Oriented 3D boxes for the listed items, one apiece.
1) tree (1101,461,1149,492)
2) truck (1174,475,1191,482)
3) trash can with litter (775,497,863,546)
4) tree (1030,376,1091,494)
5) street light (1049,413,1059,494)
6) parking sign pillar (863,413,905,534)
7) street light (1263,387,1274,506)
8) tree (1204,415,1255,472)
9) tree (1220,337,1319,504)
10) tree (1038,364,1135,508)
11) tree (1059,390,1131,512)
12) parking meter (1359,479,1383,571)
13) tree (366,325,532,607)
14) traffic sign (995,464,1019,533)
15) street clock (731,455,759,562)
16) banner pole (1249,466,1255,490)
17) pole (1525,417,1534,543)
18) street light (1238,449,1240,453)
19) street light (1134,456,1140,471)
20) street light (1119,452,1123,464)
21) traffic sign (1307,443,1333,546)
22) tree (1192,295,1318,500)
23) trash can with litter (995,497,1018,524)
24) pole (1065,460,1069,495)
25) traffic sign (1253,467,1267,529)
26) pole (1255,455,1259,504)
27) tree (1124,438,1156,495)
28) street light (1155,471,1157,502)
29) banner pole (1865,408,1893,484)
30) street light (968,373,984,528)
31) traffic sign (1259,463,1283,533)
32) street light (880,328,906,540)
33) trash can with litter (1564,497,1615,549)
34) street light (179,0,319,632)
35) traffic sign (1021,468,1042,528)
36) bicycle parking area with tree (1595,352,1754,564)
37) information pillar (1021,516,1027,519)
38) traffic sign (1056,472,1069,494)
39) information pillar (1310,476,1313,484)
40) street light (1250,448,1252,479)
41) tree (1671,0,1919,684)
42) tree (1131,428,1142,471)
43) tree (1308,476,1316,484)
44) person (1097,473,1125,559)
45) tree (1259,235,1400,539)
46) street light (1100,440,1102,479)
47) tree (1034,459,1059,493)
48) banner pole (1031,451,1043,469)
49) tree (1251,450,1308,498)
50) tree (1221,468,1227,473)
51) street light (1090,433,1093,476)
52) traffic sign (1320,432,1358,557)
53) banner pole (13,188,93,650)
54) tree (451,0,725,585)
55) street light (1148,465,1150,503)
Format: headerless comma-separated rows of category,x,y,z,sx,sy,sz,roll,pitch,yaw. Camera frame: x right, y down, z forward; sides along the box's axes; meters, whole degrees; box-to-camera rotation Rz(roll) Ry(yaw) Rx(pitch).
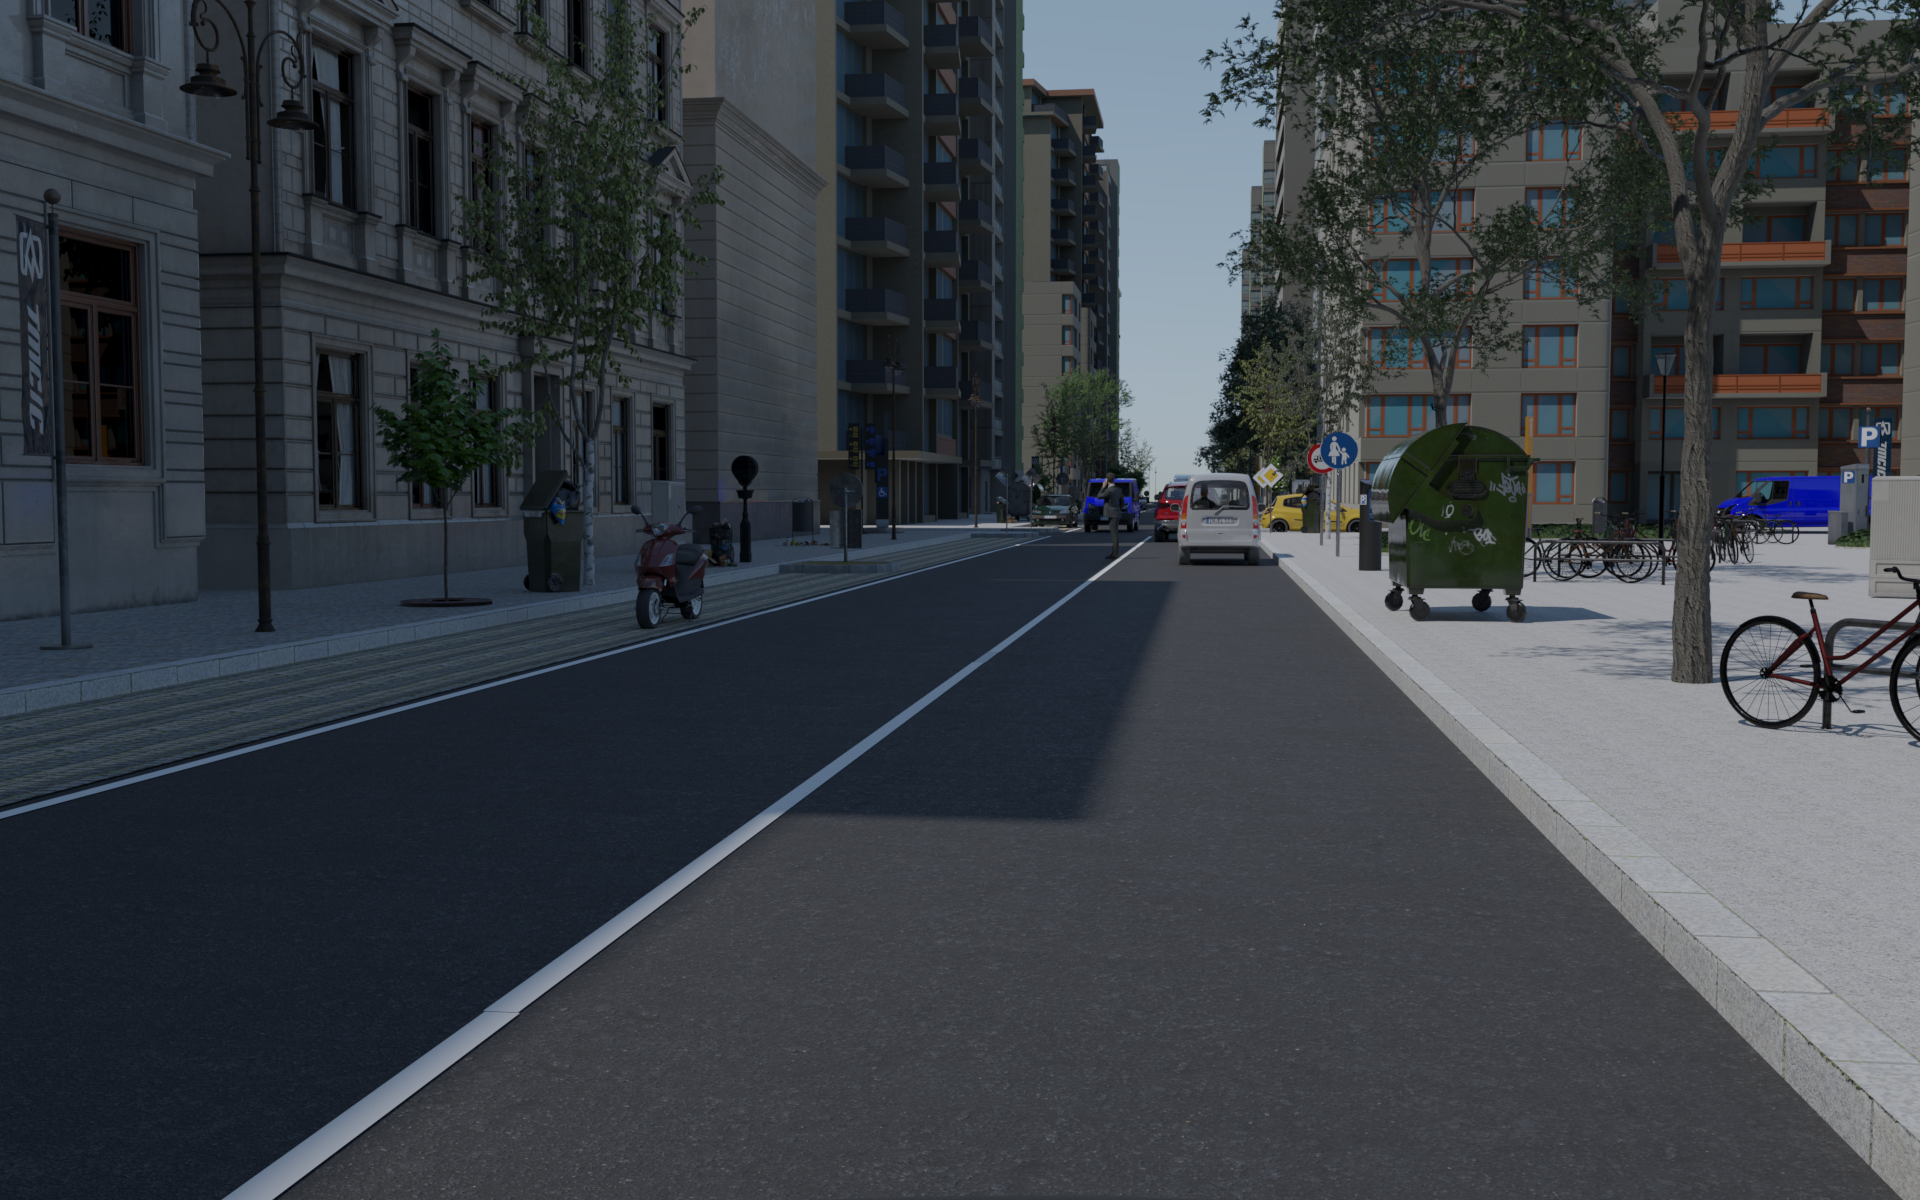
tree,15.219,-11.232,167.362,4.285,4.588,4.351,0,3,0
truck,31.438,-15.552,244.031,2.967,4.110,18.799,0,4,8
trash can with litter,-3.527,-1.969,43.249,2.233,1.210,1.678,-1,4,-9
tree,6.147,-9.682,108.666,4.737,8.622,4.395,0,3,0
street light,5.296,-7.639,97.681,0.468,5.910,1.993,1,4,8
parking sign pillar,-2.549,-4.181,56.835,1.447,3.967,1.447,0,4,-2
street light,13.151,-6.194,74.067,0.468,5.910,1.993,1,4,8
tree,34.945,-18.089,221.516,9.928,11.665,9.643,0,3,0
tree,14.826,-8.050,81.975,4.737,8.622,4.395,0,3,0
tree,10.022,-12.949,137.472,9.928,11.665,9.643,0,3,0
tree,8.776,-10.402,120.437,4.360,8.622,3.978,0,3,0
parking meter,6.872,-1.258,28.985,0.372,1.533,0.369,0,3,0
tree,-6.089,-1.557,20.059,1.663,3.219,1.824,0,3,0
traffic sign,1.562,-3.302,57.628,0.795,2.450,0.064,1,4,8
street clock,-4.031,-1.708,32.502,0.471,2.002,0.358,0,4,8
banner pole,21.265,-8.321,126.065,0.863,3.779,0.401,1,4,9
pole,14.992,-3.170,45.680,0.158,3.312,0.155,0,3,0
street light,23.841,-10.779,149.030,0.468,5.910,1.993,1,4,8
street light,20.806,-14.250,205.777,0.468,5.910,1.993,1,4,8
street light,16.243,-12.312,174.083,0.468,5.910,1.993,1,4,8
traffic sign,9.011,-2.629,43.097,0.768,2.556,0.104,1,4,9
tree,18.079,-11.114,98.726,9.611,12.733,9.660,0,3,0
trash can with litter,2.053,-3.938,75.779,1.055,1.170,0.624,3,4,37
pole,6.392,-6.707,103.507,0.158,3.312,0.155,0,3,0
traffic sign,11.251,-3.709,64.289,0.795,2.450,0.064,1,4,8
pole,15.455,-5.889,90.135,0.158,3.312,0.155,0,3,0
tree,23.743,-16.990,228.155,4.737,8.622,4.395,0,3,0
street light,32.567,-19.290,288.184,0.468,5.910,1.993,1,4,8
banner pole,26.476,-3.674,50.090,0.863,3.779,0.401,2,4,31
street light,0.616,-5.701,66.004,0.468,5.910,1.993,1,4,8
traffic sign,10.116,-3.226,56.384,0.795,2.450,0.064,1,4,8
street light,-1.857,-4.631,48.504,0.468,5.910,1.993,1,4,8
trash can with litter,14.917,-1.847,41.251,2.233,1.210,1.678,-3,4,-38
street light,-6.482,-2.642,15.983,0.468,5.910,1.993,1,4,8
traffic sign,2.697,-3.785,65.532,0.795,2.450,0.064,1,4,8
bicycle parking area with tree,16.786,-2.898,34.389,8.231,4.147,9.016,2,4,33
information pillar,3.363,-5.288,90.954,0.304,2.012,0.304,1,4,14
traffic sign,5.976,-6.176,101.086,0.768,2.556,0.104,1,4,12
information pillar,17.440,-5.785,85.937,0.183,3.616,0.504,1,4,17
street light,17.745,-8.133,105.756,0.468,5.910,1.993,1,4,8
tree,4.686,-4.707,11.365,7.601,10.594,8.767,-2,4,-29
tree,16.776,-13.918,177.927,4.360,8.622,3.978,0,3,0
tree,20.936,-6.783,105.504,1.663,3.219,1.824,0,3,0
person,3.328,-1.863,38.327,0.474,1.900,0.648,2,4,28
tree,10.520,-6.056,49.375,4.360,8.622,3.978,0,3,0
street light,11.572,-10.374,142.405,0.468,5.910,1.993,1,4,8
tree,4.271,-6.051,93.540,1.663,3.219,1.824,0,3,0
banner pole,4.548,-6.774,100.766,0.863,3.779,0.401,0,4,8
tree,13.932,-4.995,76.273,1.663,3.219,1.824,0,3,0
tree,40.219,-18.856,258.650,4.360,8.622,3.978,0,3,0
street light,9.835,-9.577,129.378,0.468,5.910,1.993,1,4,8
traffic sign,7.742,-2.160,35.429,0.768,2.556,0.104,1,4,18
banner pole,-7.426,-1.471,14.071,0.401,3.779,0.863,0,4,-3
tree,-5.304,-4.534,24.494,4.737,8.622,4.395,0,3,0
street light,28.027,-17.352,256.487,0.468,5.910,1.993,1,4,8
